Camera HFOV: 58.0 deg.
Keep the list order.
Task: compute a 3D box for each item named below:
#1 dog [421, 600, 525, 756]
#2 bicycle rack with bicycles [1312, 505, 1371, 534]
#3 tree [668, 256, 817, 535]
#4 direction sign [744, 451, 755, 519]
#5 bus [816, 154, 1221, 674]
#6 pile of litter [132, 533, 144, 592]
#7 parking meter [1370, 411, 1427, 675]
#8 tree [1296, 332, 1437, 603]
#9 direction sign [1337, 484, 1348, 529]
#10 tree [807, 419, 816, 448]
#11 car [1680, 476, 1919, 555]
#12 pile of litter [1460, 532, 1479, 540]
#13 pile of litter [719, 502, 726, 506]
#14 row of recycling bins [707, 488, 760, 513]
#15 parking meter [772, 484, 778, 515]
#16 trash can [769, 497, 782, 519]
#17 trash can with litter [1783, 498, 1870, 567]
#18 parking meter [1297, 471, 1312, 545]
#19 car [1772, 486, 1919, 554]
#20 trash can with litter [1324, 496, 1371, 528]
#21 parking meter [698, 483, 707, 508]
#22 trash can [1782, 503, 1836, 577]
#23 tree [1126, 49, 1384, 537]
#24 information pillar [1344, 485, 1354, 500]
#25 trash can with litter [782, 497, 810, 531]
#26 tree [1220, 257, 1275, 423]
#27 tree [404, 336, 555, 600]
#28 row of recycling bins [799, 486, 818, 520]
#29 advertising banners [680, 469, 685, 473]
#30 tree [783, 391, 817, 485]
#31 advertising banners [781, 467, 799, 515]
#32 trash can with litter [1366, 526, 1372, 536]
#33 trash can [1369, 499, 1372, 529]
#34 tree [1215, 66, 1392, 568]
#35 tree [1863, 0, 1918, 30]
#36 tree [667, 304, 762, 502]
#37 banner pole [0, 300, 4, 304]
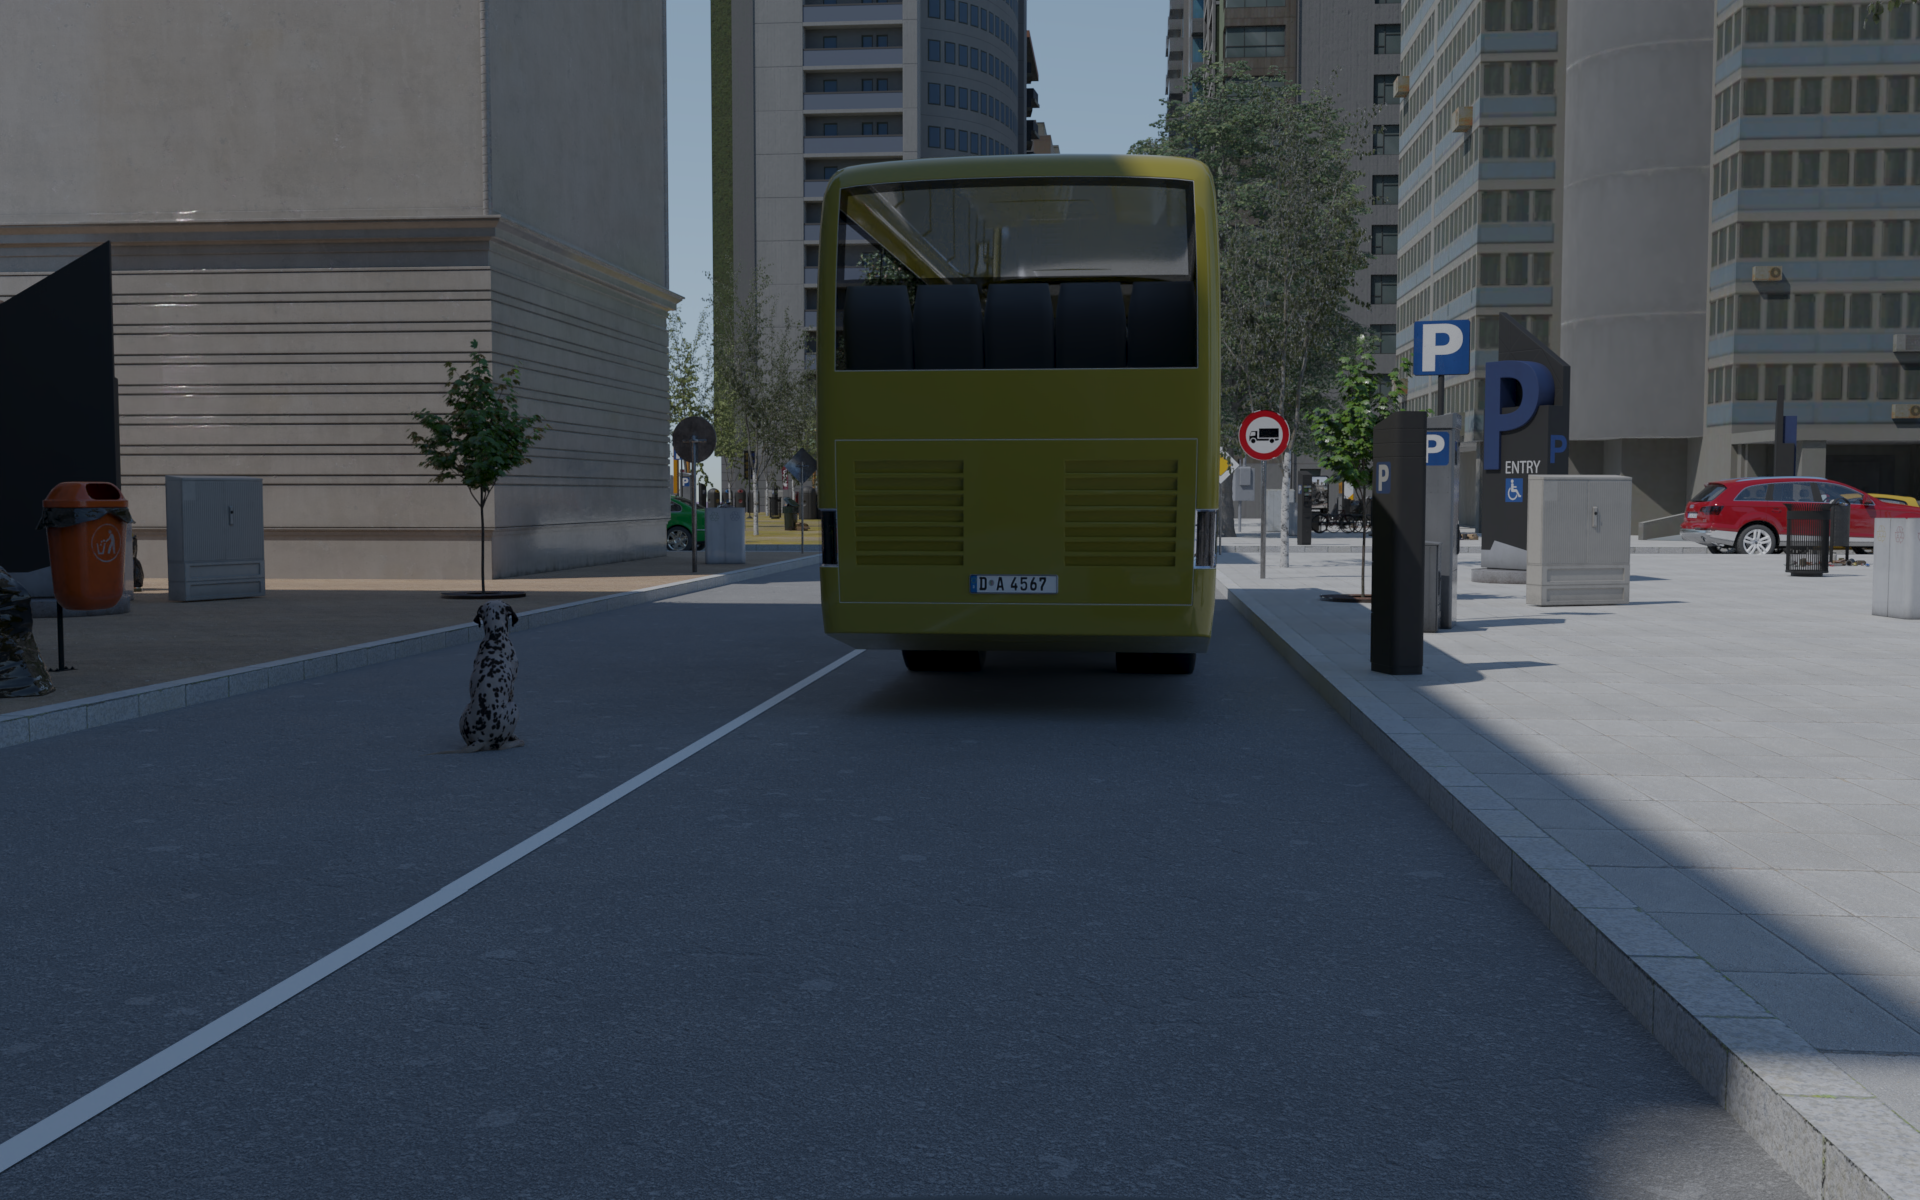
[{"bbox_3d":[-2.751,0.432,9.773,0.513,0.831,0.800,2,4,35],"label":"dog"},{"bbox_3d":[12.717,-2.692,57.404,2.925,0.926,2.852,0,4,-6],"label":"bicycle rack with bicycles"},{"bbox_3d":[-6.191,-6.315,53.609,4.360,8.622,3.978,0,3,0],"label":"tree"},{"bbox_3d":[-11.002,-6.027,90.539,0.379,3.537,0.876,2,4,32],"label":"direction sign"},{"bbox_3d":[1.067,-1.541,16.734,2.896,3.916,12.252,0,4,7],"label":"bus"},{"bbox_3d":[-11.334,-0.542,22.819,1.176,0.858,1.719,0,4,-7],"label":"pile of litter"},{"bbox_3d":[3.137,-0.410,12.408,0.255,1.863,0.399,-1,4,-12],"label":"parking meter"},{"bbox_3d":[4.797,-1.609,20.905,1.663,3.219,1.824,0,3,0],"label":"tree"},{"bbox_3d":[14.119,-4.393,63.822,0.379,3.537,0.876,-1,4,-13],"label":"direction sign"},{"bbox_3d":[-1.292,-9.283,68.790,9.611,12.733,9.660,0,3,0],"label":"tree"},{"bbox_3d":[18.671,-1.794,38.002,5.304,1.827,2.281,0,4,4],"label":"car"},{"bbox_3d":[14.016,-2.134,48.849,1.176,0.858,1.719,0,4,8],"label":"pile of litter"},{"bbox_3d":[-13.397,-5.126,97.781,1.719,0.858,1.176,0,4,-3],"label":"pile of litter"},{"bbox_3d":[-15.358,-6.743,117.363,3.534,1.692,1.069,-1,4,-17],"label":"row of recycling bins"},{"bbox_3d":[-11.213,-6.073,105.006,0.255,1.863,0.399,-2,4,-31],"label":"parking meter"},{"bbox_3d":[-9.547,-4.762,89.512,0.748,1.137,0.748,0,3,0],"label":"trash can"},{"bbox_3d":[15.494,-1.228,31.142,2.233,1.210,1.678,-2,4,-32],"label":"trash can with litter"},{"bbox_3d":[8.648,-2.308,43.452,0.255,1.863,0.399,-1,4,-11],"label":"parking meter"},{"bbox_3d":[20.351,-1.828,40.108,3.980,1.641,2.015,0,4,7],"label":"car"},{"bbox_3d":[15.347,-3.365,66.073,2.233,1.210,1.678,-3,5,-41],"label":"trash can with litter"},{"bbox_3d":[-13.485,-5.203,90.786,0.255,1.863,0.399,3,5,41],"label":"parking meter"},{"bbox_3d":[13.189,-0.935,26.944,0.748,1.137,0.748,0,3,0],"label":"trash can"},{"bbox_3d":[7.994,-8.853,51.403,9.857,13.997,8.962,0,3,0],"label":"tree"},{"bbox_3d":[19.214,-5.761,85.553,0.504,3.616,0.183,3,5,39],"label":"information pillar"},{"bbox_3d":[-5.692,-3.004,60.497,1.055,1.170,0.624,2,4,33],"label":"trash can with litter"},{"bbox_3d":[9.081,-8.769,69.135,9.928,11.665,9.643,0,3,0],"label":"tree"},{"bbox_3d":[-6.071,-1.644,21.477,1.663,3.219,1.824,0,3,0],"label":"tree"},{"bbox_3d":[-6.712,-4.948,88.020,1.069,1.692,3.534,3,5,43],"label":"row of recycling bins"},{"bbox_3d":[-20.155,-7.668,121.563,2.074,3.025,0.090,0,4,3],"label":"advertising banners"},{"bbox_3d":[-10.089,-10.198,117.107,4.737,8.622,4.395,0,3,0],"label":"tree"},{"bbox_3d":[-10.192,-6.801,107.377,2.074,3.025,0.090,2,4,24],"label":"advertising banners"},{"bbox_3d":[12.912,-2.524,52.648,1.055,1.170,0.624,-2,4,-26],"label":"trash can with litter"},{"bbox_3d":[13.353,-2.652,55.015,0.748,1.137,0.748,0,3,0],"label":"trash can"},{"bbox_3d":[5.588,-4.885,30.232,4.360,8.622,3.978,0,3,0],"label":"tree"},{"bbox_3d":[7.831,-3.726,11.286,4.360,8.622,3.978,0,3,0],"label":"tree"},{"bbox_3d":[-10.258,-7.103,66.490,4.737,8.622,4.395,0,3,0],"label":"tree"},{"bbox_3d":[-12.486,-1.972,22.258,0.401,3.779,0.863,2,4,26],"label":"banner pole"}]
